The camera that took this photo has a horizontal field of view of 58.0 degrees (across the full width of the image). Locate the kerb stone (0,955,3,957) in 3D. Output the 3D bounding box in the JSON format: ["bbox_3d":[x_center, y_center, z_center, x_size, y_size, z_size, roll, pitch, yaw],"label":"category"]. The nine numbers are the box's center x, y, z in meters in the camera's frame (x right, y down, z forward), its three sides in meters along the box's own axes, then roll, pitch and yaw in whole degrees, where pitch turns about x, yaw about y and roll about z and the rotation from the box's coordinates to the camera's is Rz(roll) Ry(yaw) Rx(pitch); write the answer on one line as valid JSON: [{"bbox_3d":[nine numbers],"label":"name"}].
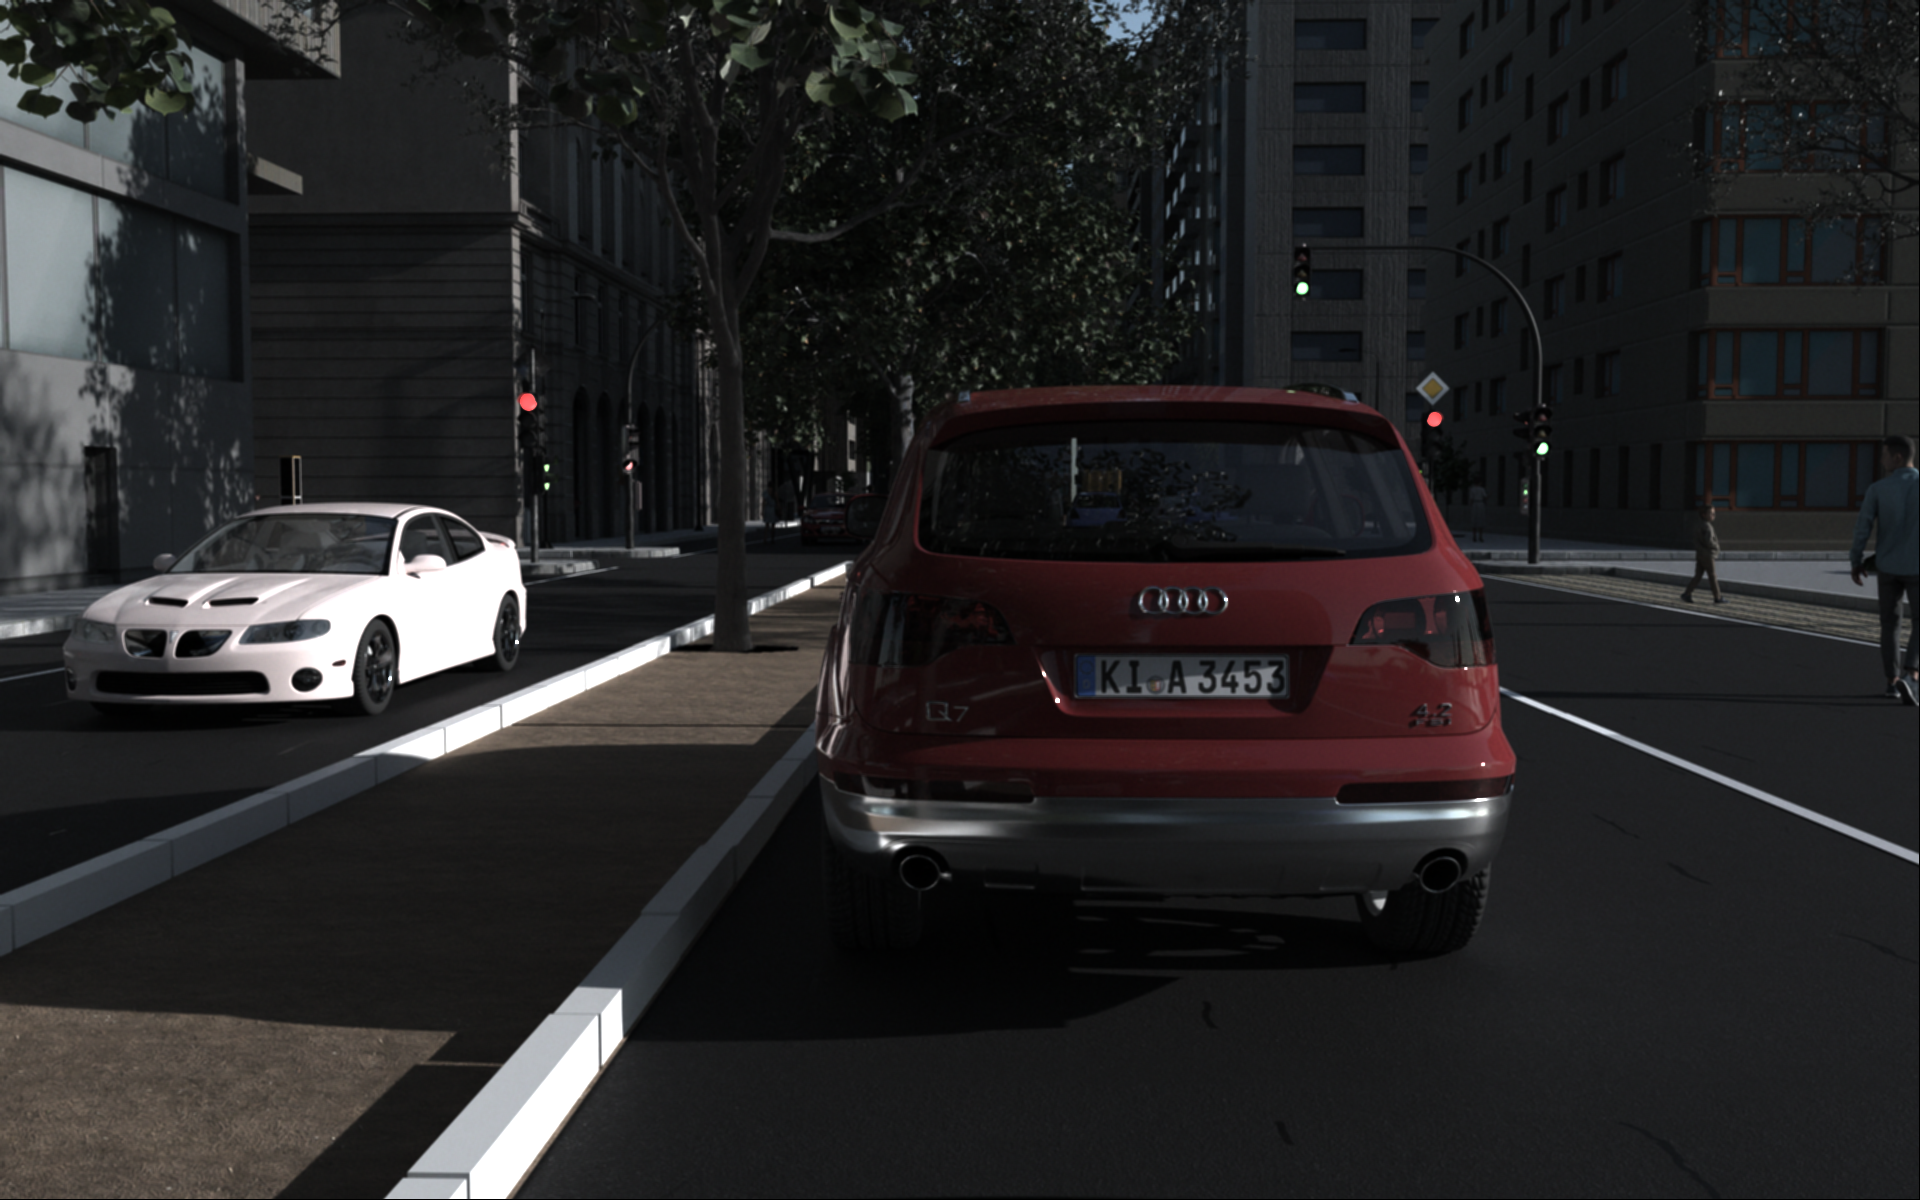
[{"bbox_3d":[-3.026,1.058,4.890,0.120,0.150,1.000,0,4,2],"label":"kerb stone"}]

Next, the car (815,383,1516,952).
[{"bbox_3d":[0.617,0.104,6.977,2.281,1.827,5.304,0,4,1],"label":"car"}]

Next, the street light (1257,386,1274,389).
[{"bbox_3d":[13.469,-6.249,74.713,1.470,5.913,1.316,0,4,2],"label":"street light"}]

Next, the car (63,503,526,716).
[{"bbox_3d":[-4.621,-0.023,12.733,2.083,1.381,4.827,0,4,3],"label":"car"}]

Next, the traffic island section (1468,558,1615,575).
[{"bbox_3d":[10.548,-0.584,31.827,2.009,0.180,2.903,0,4,2],"label":"traffic island section"}]

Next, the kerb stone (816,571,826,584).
[{"bbox_3d":[-2.284,-0.319,27.404,0.120,0.150,1.000,0,4,2],"label":"kerb stone"}]

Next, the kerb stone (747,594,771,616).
[{"bbox_3d":[-2.483,0.057,21.268,0.120,0.150,1.000,0,4,2],"label":"kerb stone"}]

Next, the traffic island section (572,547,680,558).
[{"bbox_3d":[-7.718,-1.110,40.424,2.009,0.180,2.903,0,4,2],"label":"traffic island section"}]

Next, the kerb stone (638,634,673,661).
[{"bbox_3d":[-2.692,0.432,15.130,0.120,0.150,1.000,0,4,2],"label":"kerb stone"}]

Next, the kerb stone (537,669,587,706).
[{"bbox_3d":[-2.795,0.621,12.050,0.120,0.150,1.000,0,4,2],"label":"kerb stone"}]

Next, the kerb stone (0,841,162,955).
[{"bbox_3d":[-2.997,0.996,5.912,0.120,0.150,1.000,0,4,2],"label":"kerb stone"}]

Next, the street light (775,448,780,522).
[{"bbox_3d":[-7.913,-6.544,79.539,1.470,5.913,1.316,0,4,2],"label":"street light"}]

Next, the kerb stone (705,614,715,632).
[{"bbox_3d":[-2.590,0.247,18.194,0.120,0.150,1.000,0,4,2],"label":"kerb stone"}]

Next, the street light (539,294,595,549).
[{"bbox_3d":[-9.176,-4.152,40.429,1.470,5.913,1.316,0,4,2],"label":"street light"}]

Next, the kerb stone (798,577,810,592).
[{"bbox_3d":[-2.351,-0.194,25.362,0.120,0.150,1.000,0,4,2],"label":"kerb stone"}]

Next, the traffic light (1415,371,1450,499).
[{"bbox_3d":[10.773,-3.105,39.695,0.839,4.253,0.868,0,4,2],"label":"traffic light"}]

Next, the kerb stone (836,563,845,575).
[{"bbox_3d":[-2.181,-0.506,30.472,0.120,0.150,1.000,0,4,2],"label":"kerb stone"}]

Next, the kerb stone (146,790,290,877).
[{"bbox_3d":[-2.965,0.933,6.935,0.120,0.150,1.000,0,4,2],"label":"kerb stone"}]

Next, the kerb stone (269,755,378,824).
[{"bbox_3d":[-2.931,0.873,7.959,0.120,0.150,1.000,0,4,2],"label":"kerb stone"}]

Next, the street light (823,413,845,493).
[{"bbox_3d":[-7.268,-7.740,99.083,1.470,5.913,1.316,0,4,2],"label":"street light"}]

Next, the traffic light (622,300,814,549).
[{"bbox_3d":[-5.585,-4.011,40.254,4.771,5.953,1.251,0,4,2],"label":"traffic light"}]

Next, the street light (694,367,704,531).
[{"bbox_3d":[-8.530,-5.349,59.993,1.470,5.913,1.316,0,4,2],"label":"street light"}]

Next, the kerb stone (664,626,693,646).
[{"bbox_3d":[-2.666,0.375,16.152,0.120,0.150,1.000,0,4,2],"label":"kerb stone"}]

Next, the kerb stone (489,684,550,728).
[{"bbox_3d":[-2.825,0.683,11.029,0.120,0.150,1.000,0,4,2],"label":"kerb stone"}]

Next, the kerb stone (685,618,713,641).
[{"bbox_3d":[-2.625,0.311,17.173,0.120,0.150,1.000,0,4,2],"label":"kerb stone"}]

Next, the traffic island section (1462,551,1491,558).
[{"bbox_3d":[10.813,-1.072,39.807,2.009,0.180,2.903,0,4,2],"label":"traffic island section"}]

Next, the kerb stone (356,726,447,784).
[{"bbox_3d":[-2.900,0.808,8.986,0.120,0.150,1.000,0,4,2],"label":"kerb stone"}]

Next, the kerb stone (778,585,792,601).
[{"bbox_3d":[-2.416,-0.068,23.316,0.120,0.150,1.000,0,4,2],"label":"kerb stone"}]

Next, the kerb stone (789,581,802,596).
[{"bbox_3d":[-2.384,-0.127,24.339,0.120,0.150,1.000,0,4,2],"label":"kerb stone"}]

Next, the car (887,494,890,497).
[{"bbox_3d":[-2.171,-3.545,67.007,2.155,1.783,4.494,0,4,0],"label":"car"}]

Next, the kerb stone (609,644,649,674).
[{"bbox_3d":[-2.723,0.498,14.102,0.120,0.150,1.000,0,4,2],"label":"kerb stone"}]

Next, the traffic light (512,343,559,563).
[{"bbox_3d":[-7.943,-2.654,32.307,0.839,4.253,0.868,0,4,2],"label":"traffic light"}]

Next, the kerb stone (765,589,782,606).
[{"bbox_3d":[-2.459,-0.005,22.294,0.120,0.150,1.000,0,4,2],"label":"kerb stone"}]

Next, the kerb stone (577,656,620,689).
[{"bbox_3d":[-2.759,0.563,13.081,0.120,0.150,1.000,0,4,2],"label":"kerb stone"}]

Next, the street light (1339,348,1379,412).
[{"bbox_3d":[12.726,-5.054,55.172,1.470,5.913,1.316,0,4,2],"label":"street light"}]

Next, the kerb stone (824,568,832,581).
[{"bbox_3d":[-2.255,-0.381,28.430,0.120,0.150,1.000,0,4,2],"label":"kerb stone"}]

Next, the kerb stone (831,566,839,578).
[{"bbox_3d":[-2.216,-0.444,29.451,0.120,0.150,1.000,0,4,2],"label":"kerb stone"}]

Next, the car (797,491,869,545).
[{"bbox_3d":[-3.581,-2.510,50.081,2.155,1.783,4.494,0,3,0],"label":"car"}]

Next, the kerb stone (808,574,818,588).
[{"bbox_3d":[-2.324,-0.254,26.383,0.120,0.150,1.000,0,4,2],"label":"kerb stone"}]

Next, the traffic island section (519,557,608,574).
[{"bbox_3d":[-7.983,-0.622,32.443,2.009,0.180,2.903,0,4,2],"label":"traffic island section"}]

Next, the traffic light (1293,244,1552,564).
[{"bbox_3d":[8.415,-3.485,31.642,4.771,5.953,1.251,0,4,2],"label":"traffic light"}]

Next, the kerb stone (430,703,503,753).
[{"bbox_3d":[-2.866,0.747,10.008,0.120,0.150,1.000,0,4,2],"label":"kerb stone"}]
